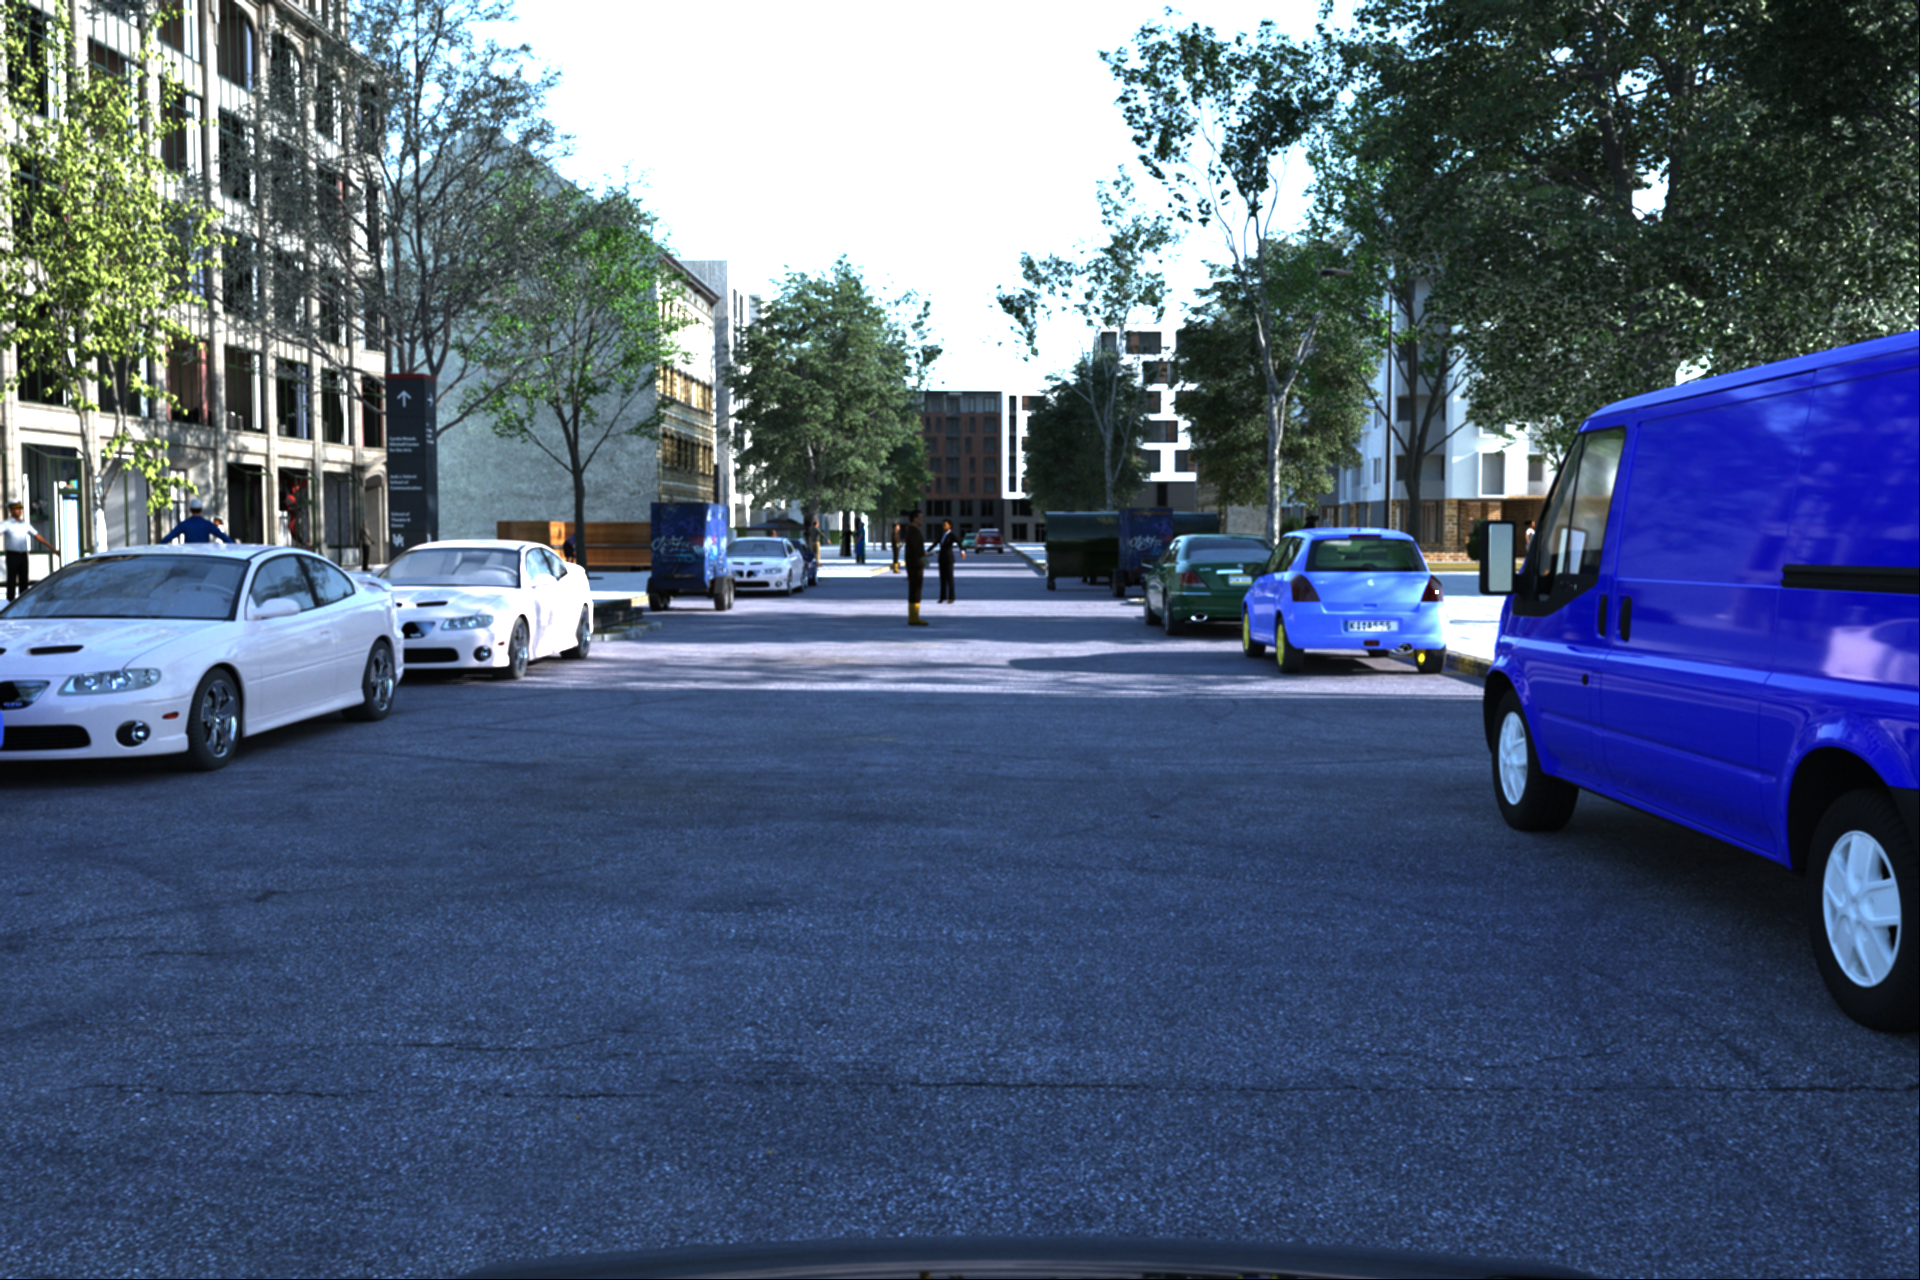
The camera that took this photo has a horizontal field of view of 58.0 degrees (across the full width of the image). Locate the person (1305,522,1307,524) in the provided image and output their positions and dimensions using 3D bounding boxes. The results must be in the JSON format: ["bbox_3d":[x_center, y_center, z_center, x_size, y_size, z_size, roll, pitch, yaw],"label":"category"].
[{"bbox_3d":[16.464,-4.677,82.243,0.705,1.856,1.354,2,4,32],"label":"person"}]

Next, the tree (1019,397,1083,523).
[{"bbox_3d":[9.479,-15.026,152.323,9.857,13.997,8.962,0,3,0],"label":"tree"}]

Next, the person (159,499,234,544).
[{"bbox_3d":[-12.162,-1.329,27.610,1.347,1.842,0.705,-2,4,-24],"label":"person"}]

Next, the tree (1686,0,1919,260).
[{"bbox_3d":[9.540,-4.879,14.188,7.601,10.594,8.767,-2,4,-23],"label":"tree"}]

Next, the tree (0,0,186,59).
[{"bbox_3d":[-11.412,-6.294,13.277,12.009,13.543,11.850,0,3,0],"label":"tree"}]

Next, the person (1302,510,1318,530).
[{"bbox_3d":[8.166,-2.097,40.155,0.704,1.845,1.351,2,4,27],"label":"person"}]

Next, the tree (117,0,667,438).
[{"bbox_3d":[-11.174,-7.619,34.935,12.009,13.543,11.850,0,3,0],"label":"tree"}]

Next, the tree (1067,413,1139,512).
[{"bbox_3d":[8.112,-9.456,104.960,4.360,8.622,3.978,0,3,0],"label":"tree"}]

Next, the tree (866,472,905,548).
[{"bbox_3d":[-6.286,-11.923,145.309,4.737,8.622,4.395,0,3,0],"label":"tree"}]

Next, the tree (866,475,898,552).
[{"bbox_3d":[-6.172,-10.797,126.895,4.360,8.622,3.978,0,3,0],"label":"tree"}]

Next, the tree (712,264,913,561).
[{"bbox_3d":[-6.956,-10.790,83.076,9.857,13.997,8.962,0,3,0],"label":"tree"}]

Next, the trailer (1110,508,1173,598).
[{"bbox_3d":[4.215,-2.018,40.041,1.471,1.999,3.904,0,4,0],"label":"trailer"}]

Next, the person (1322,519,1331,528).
[{"bbox_3d":[11.229,-2.830,53.048,1.217,1.736,0.721,1,4,22],"label":"person"}]

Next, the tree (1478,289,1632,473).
[{"bbox_3d":[25.092,-8.895,71.191,9.928,11.665,9.643,0,3,0],"label":"tree"}]

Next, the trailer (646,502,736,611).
[{"bbox_3d":[-5.062,-1.518,31.863,1.471,1.999,3.904,0,4,1],"label":"trailer"}]

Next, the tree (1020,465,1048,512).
[{"bbox_3d":[9.138,-14.085,164.708,7.601,10.594,8.767,0,4,-6],"label":"tree"}]

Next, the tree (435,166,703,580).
[{"bbox_3d":[-10.905,-7.538,49.001,9.928,11.665,9.643,0,3,0],"label":"tree"}]

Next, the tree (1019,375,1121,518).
[{"bbox_3d":[9.431,-14.220,139.155,9.857,13.997,8.962,0,3,0],"label":"tree"}]

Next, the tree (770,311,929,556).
[{"bbox_3d":[-6.657,-11.775,99.170,9.857,13.997,8.962,0,3,0],"label":"tree"}]

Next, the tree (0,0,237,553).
[{"bbox_3d":[-11.288,-4.399,22.282,4.737,8.622,4.395,0,3,0],"label":"tree"}]

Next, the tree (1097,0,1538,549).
[{"bbox_3d":[11.052,-12.149,54.523,12.611,20.169,13.585,0,3,0],"label":"tree"}]

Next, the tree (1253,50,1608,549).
[{"bbox_3d":[9.995,-6.848,37.725,9.928,11.665,9.643,0,3,0],"label":"tree"}]

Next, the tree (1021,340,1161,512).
[{"bbox_3d":[8.728,-12.781,115.630,9.857,13.997,8.962,0,3,0],"label":"tree"}]

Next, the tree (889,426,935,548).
[{"bbox_3d":[-6.015,-14.368,160.676,9.928,11.665,9.643,0,3,0],"label":"tree"}]

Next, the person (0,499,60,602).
[{"bbox_3d":[-15.372,-1.375,28.267,0.704,1.855,1.343,2,4,26],"label":"person"}]

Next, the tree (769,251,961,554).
[{"bbox_3d":[-6.315,-15.817,114.505,12.611,20.169,13.585,0,3,0],"label":"tree"}]

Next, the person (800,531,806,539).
[{"bbox_3d":[-8.242,-5.227,91.640,0.705,1.806,1.347,-1,4,-20],"label":"person"}]

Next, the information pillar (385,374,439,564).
[{"bbox_3d":[-8.935,-2.380,28.285,0.750,3.857,0.750,0,4,0],"label":"information pillar"}]

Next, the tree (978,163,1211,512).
[{"bbox_3d":[7.331,-14.404,91.402,12.611,20.169,13.585,0,3,0],"label":"tree"}]

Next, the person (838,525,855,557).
[{"bbox_3d":[-6.386,-5.641,98.423,1.347,1.806,0.705,3,5,43],"label":"person"}]

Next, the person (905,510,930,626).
[{"bbox_3d":[-0.671,-1.140,27.234,0.704,1.812,1.346,-1,4,-8],"label":"person"}]

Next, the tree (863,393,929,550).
[{"bbox_3d":[-6.085,-13.399,137.198,7.486,12.596,7.792,0,3,0],"label":"tree"}]

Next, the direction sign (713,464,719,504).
[{"bbox_3d":[-7.906,-3.929,56.239,0.379,3.537,0.876,0,4,2],"label":"direction sign"}]

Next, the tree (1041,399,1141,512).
[{"bbox_3d":[9.426,-12.351,127.697,9.928,11.665,9.643,0,3,0],"label":"tree"}]

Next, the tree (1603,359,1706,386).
[{"bbox_3d":[25.400,-6.834,62.100,4.360,8.622,3.978,0,3,0],"label":"tree"}]

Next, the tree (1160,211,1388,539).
[{"bbox_3d":[12.650,-10.005,70.230,9.857,13.997,8.962,0,3,0],"label":"tree"}]

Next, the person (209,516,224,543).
[{"bbox_3d":[-20.047,-2.455,46.602,0.721,1.778,1.216,-2,4,-35],"label":"person"}]

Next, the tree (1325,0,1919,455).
[{"bbox_3d":[10.036,-7.206,24.480,9.857,13.997,8.962,0,3,0],"label":"tree"}]

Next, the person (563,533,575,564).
[{"bbox_3d":[-12.329,-2.810,55.221,0.697,1.427,0.421,2,4,27],"label":"person"}]

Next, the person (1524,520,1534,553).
[{"bbox_3d":[18.733,-3.048,56.609,0.721,1.739,1.217,3,4,38],"label":"person"}]
